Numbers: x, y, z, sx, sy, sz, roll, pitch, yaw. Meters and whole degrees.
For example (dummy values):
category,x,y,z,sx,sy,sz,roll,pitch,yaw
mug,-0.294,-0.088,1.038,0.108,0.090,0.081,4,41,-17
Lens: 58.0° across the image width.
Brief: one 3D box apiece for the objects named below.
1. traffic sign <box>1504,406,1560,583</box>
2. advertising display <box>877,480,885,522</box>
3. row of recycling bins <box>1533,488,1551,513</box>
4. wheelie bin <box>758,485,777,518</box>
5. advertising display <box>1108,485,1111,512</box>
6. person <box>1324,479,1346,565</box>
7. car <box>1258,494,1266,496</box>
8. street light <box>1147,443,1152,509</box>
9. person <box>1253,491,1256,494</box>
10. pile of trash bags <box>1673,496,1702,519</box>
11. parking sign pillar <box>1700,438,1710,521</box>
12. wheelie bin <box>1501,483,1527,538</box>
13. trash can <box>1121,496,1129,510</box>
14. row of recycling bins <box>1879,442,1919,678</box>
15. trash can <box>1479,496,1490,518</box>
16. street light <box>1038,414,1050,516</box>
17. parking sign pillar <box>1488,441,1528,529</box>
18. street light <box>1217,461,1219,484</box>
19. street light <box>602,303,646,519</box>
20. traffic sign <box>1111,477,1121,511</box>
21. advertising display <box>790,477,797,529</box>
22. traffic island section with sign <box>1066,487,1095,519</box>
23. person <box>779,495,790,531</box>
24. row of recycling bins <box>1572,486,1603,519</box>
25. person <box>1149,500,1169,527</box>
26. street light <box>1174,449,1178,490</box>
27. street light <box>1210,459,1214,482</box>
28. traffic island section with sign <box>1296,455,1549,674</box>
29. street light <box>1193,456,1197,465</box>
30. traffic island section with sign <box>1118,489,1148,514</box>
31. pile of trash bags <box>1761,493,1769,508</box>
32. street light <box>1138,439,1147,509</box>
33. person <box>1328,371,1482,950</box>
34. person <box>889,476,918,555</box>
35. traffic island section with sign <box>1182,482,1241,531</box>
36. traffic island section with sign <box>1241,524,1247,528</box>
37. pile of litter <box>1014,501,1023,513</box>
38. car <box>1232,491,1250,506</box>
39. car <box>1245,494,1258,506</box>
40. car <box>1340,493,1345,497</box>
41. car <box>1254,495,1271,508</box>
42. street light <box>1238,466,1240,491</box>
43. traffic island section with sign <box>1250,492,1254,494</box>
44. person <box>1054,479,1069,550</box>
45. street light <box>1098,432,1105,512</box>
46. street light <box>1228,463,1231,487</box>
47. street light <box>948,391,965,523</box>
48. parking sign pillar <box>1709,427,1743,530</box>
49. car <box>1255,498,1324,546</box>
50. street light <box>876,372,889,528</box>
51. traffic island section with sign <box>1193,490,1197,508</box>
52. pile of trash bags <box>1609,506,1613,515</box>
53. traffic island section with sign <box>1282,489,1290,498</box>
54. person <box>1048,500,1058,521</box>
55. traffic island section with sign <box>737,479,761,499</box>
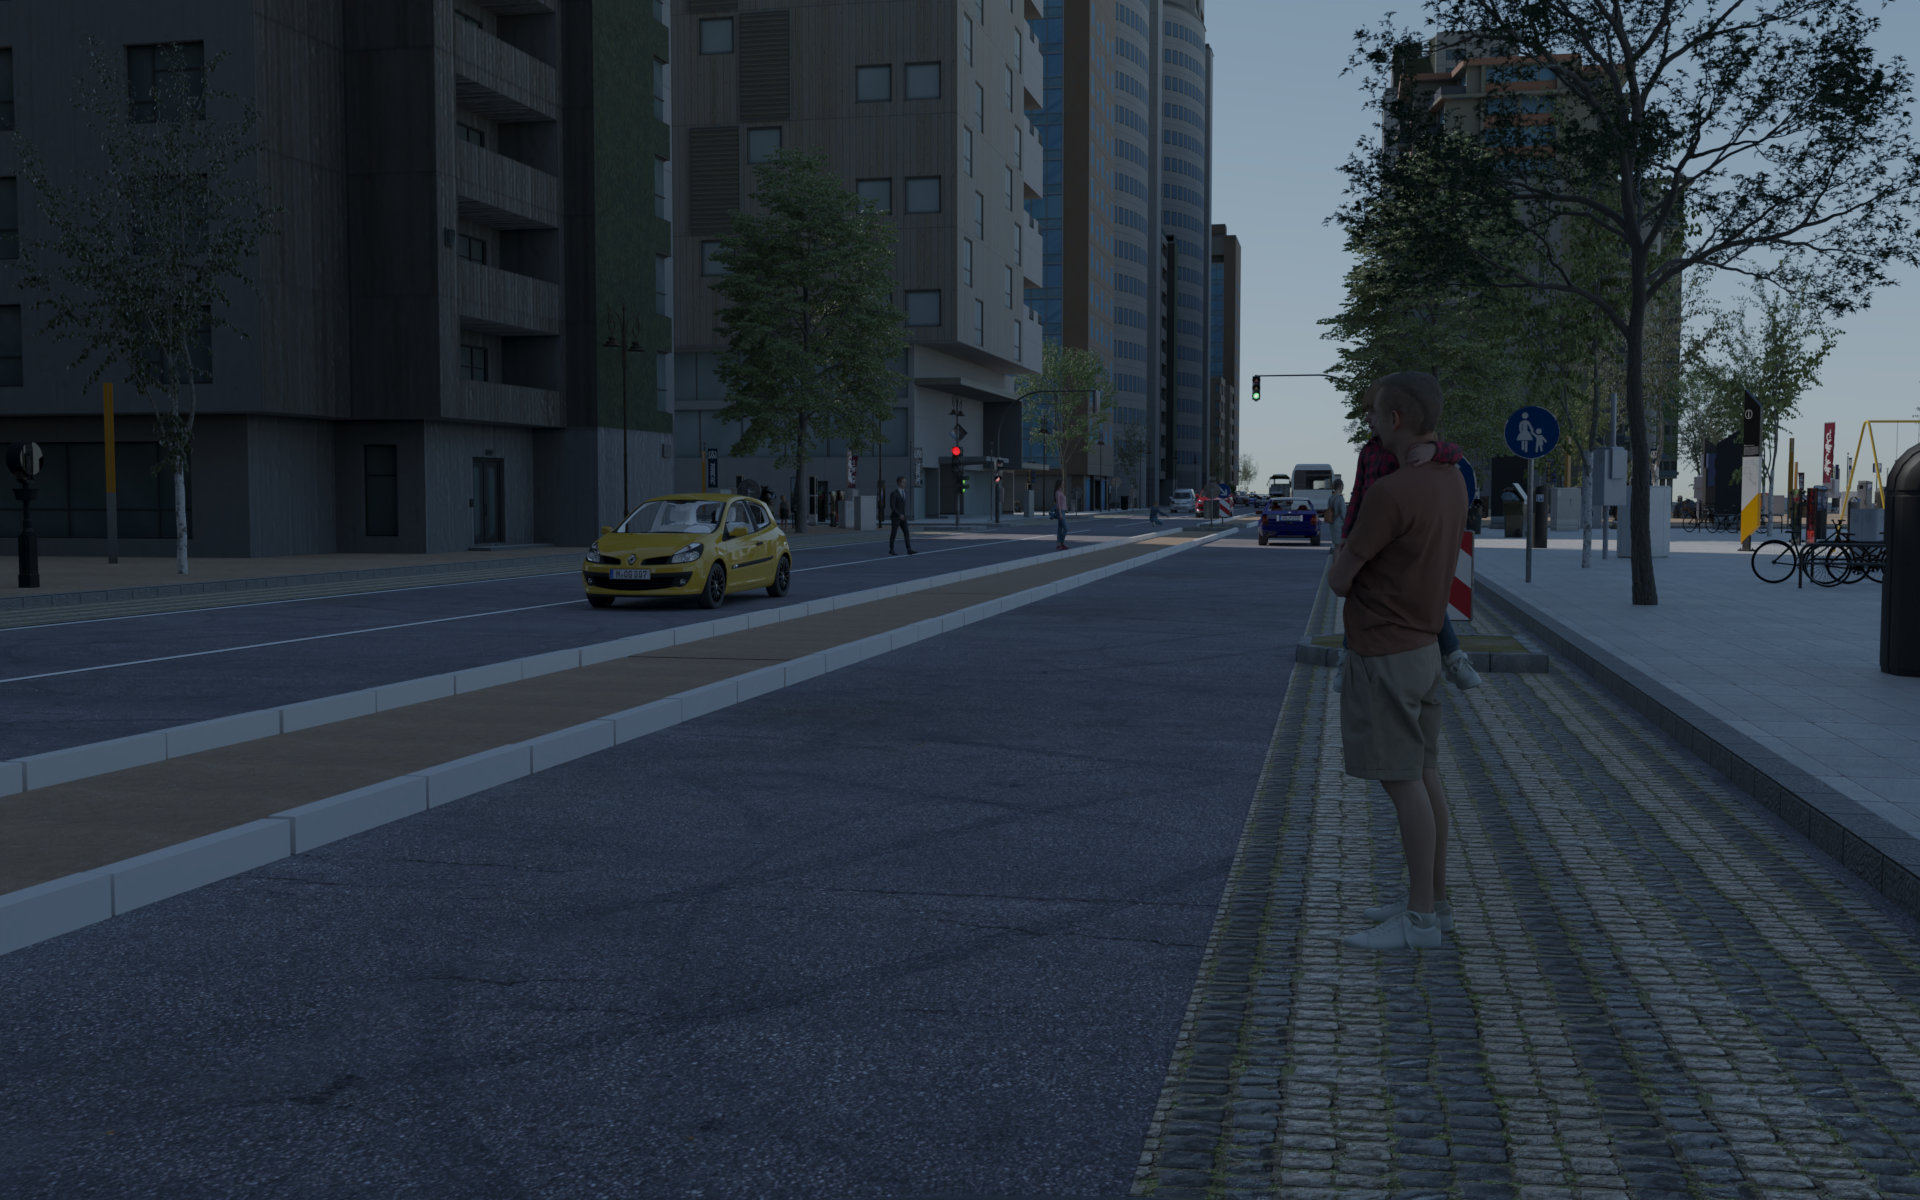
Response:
category,x,y,z,sx,sy,sz,roll,pitch,yaw
traffic sign,8.248,-1.526,25.056,0.768,2.556,0.104,1,4,14
advertising display,-3.661,-4.612,80.614,0.123,1.923,0.974,-1,4,-18
row of recycling bins,37.824,-6.631,115.523,3.534,1.692,1.069,0,4,2
wheelie bin,-6.701,-3.159,59.552,0.693,1.594,0.980,1,4,14
advertising display,10.880,-7.392,126.078,0.123,1.923,0.974,1,4,11
person,6.656,-1.287,30.551,0.522,1.701,0.512,-2,4,-25
car,41.046,-13.726,236.214,2.131,1.459,4.920,1,4,13
street light,16.578,-10.959,151.967,0.468,5.910,1.993,1,4,13
person,37.057,-12.796,217.649,1.348,1.831,0.705,1,4,22
pile of trash bags,38.800,-4.886,89.632,3.447,1.369,1.912,1,4,15
parking sign pillar,36.250,-5.771,82.833,1.447,3.967,1.447,0,4,2
wheelie bin,16.389,-2.645,51.158,0.693,1.594,0.980,2,4,31
trash can,13.156,-7.757,138.472,0.748,1.137,0.748,0,3,0
row of recycling bins,7.859,-0.254,11.259,1.069,1.692,3.534,-3,5,-40
trash can,27.698,-4.900,91.769,0.748,1.137,0.748,0,3,0
street light,4.876,-7.807,100.431,0.468,5.910,1.993,1,4,13
parking sign pillar,20.237,-4.603,63.727,1.447,3.967,1.447,1,4,19
street light,34.642,-15.916,233.020,0.468,5.910,1.993,1,4,13
street light,-8.142,-4.240,42.118,0.468,5.910,1.993,1,4,13
traffic sign,11.609,-7.867,128.723,0.768,2.556,0.104,1,4,15
advertising display,-6.011,-3.597,64.033,0.123,1.923,0.974,-2,4,-30
traffic island section with sign,6.641,-5.521,98.893,1.989,1.847,2.006,1,4,13
person,-6.136,-3.045,60.492,0.362,1.253,0.373,0,4,3
row of recycling bins,32.566,-5.064,89.906,1.069,1.692,3.534,3,5,43
person,8.649,-3.829,76.605,0.738,1.151,1.012,-2,4,-35
street light,21.864,-12.409,175.678,0.468,5.910,1.993,1,4,13
street light,32.187,-15.224,221.697,0.468,5.910,1.993,1,4,13
traffic island section with sign,3.916,-0.381,14.863,1.989,1.847,2.006,1,4,13
street light,26.978,-13.823,198.799,0.468,5.910,1.993,1,4,13
traffic island section with sign,12.530,-7.130,125.199,1.989,1.847,2.006,1,4,13
pile of trash bags,46.854,-5.752,103.794,1.912,1.369,3.447,-3,4,-38
street light,15.229,-10.615,146.338,0.468,5.910,1.993,1,4,13
person,1.428,0.176,5.603,0.573,1.828,0.580,-1,4,-13
person,-1.352,-1.974,40.548,0.755,1.850,0.659,3,4,37
traffic island section with sign,9.664,-3.593,66.884,2.006,1.907,1.989,1,4,13
traffic island section with sign,11.293,-4.035,74.111,2.006,1.907,1.989,1,4,13
pile of litter,3.601,-6.351,117.799,1.719,0.858,1.176,-3,4,-39
car,32.871,-11.889,203.050,2.281,1.827,5.304,1,4,11
car,35.435,-12.233,209.608,1.945,1.707,3.694,1,4,12
car,62.600,-17.036,287.211,2.281,1.827,5.304,1,4,12
car,31.244,-10.125,178.127,1.945,1.354,3.894,1,4,14
street light,44.907,-18.734,279.091,0.468,5.910,1.993,1,4,13
traffic island section with sign,47.324,-16.625,280.444,1.989,1.847,2.006,1,4,13
person,2.591,-2.188,44.290,0.388,1.821,0.555,0,4,2
street light,10.048,-9.224,123.600,0.468,5.910,1.993,1,4,13
street light,39.864,-17.339,256.281,0.468,5.910,1.993,1,4,13
street light,-0.131,-6.420,77.761,0.468,5.910,1.993,1,4,13
parking sign pillar,27.948,-4.523,62.429,1.447,3.967,1.447,2,4,25
car,9.397,-2.252,49.395,1.945,1.354,3.894,1,4,11
street light,-3.001,-5.640,64.998,0.468,5.910,1.993,1,4,13
traffic island section with sign,23.523,-10.131,174.266,1.989,1.847,2.006,1,4,13
pile of trash bags,39.808,-5.711,103.135,1.912,1.369,3.447,-1,4,-13
traffic island section with sign,27.714,-8.520,147.440,2.006,1.907,1.989,1,4,13
person,4.966,-4.812,92.678,0.738,1.151,1.012,1,4,17
traffic island section with sign,-5.566,-2.190,44.439,1.989,1.847,2.006,1,4,13
